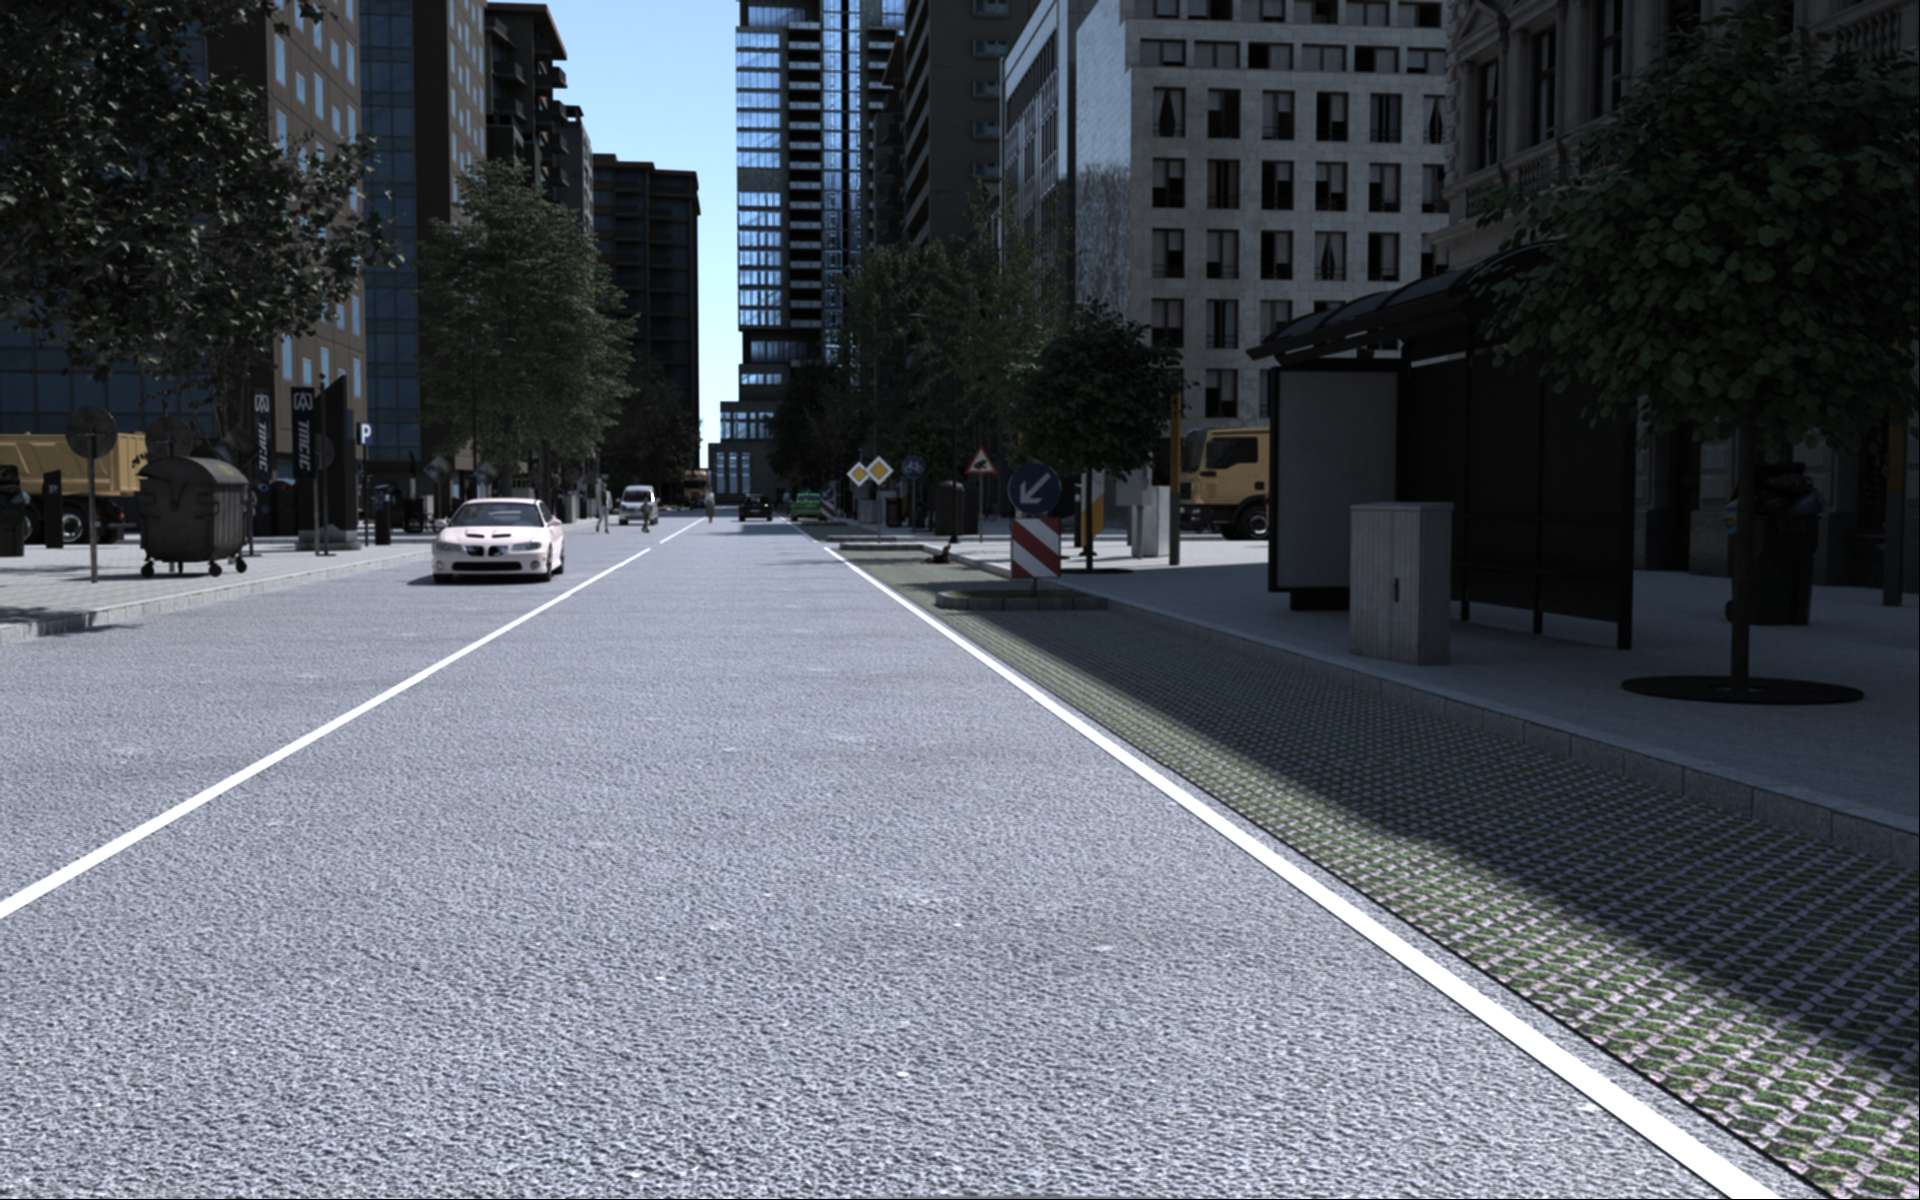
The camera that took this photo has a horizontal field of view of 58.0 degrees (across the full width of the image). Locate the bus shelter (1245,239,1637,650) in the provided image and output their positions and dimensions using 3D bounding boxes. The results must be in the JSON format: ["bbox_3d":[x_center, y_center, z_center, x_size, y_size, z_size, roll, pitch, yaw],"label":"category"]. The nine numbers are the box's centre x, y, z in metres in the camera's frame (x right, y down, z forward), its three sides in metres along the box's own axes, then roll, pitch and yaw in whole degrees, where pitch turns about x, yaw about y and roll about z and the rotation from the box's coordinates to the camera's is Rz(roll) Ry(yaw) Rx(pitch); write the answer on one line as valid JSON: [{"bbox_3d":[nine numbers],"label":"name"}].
[{"bbox_3d":[4.484,-1.384,16.546,2.014,3.302,5.546,0,4,-7],"label":"bus shelter"}]

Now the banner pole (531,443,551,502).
[{"bbox_3d":[-20.651,-5.795,84.762,0.863,3.779,0.401,2,4,27],"label":"banner pole"}]

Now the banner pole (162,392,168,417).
[{"bbox_3d":[-19.307,-3.190,42.178,0.401,3.779,0.863,-2,4,-32],"label":"banner pole"}]

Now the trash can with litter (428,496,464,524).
[{"bbox_3d":[-22.202,-3.923,75.197,2.233,1.210,1.678,-1,4,-14],"label":"trash can with litter"}]

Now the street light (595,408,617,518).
[{"bbox_3d":[-18.927,-7.373,93.092,1.470,5.913,1.316,0,4,-7],"label":"street light"}]

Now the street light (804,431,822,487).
[{"bbox_3d":[-10.711,-9.439,126.871,1.470,5.913,1.316,0,4,-7],"label":"street light"}]

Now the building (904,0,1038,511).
[{"bbox_3d":[7.044,-31.652,141.211,21.300,48.544,21.600,0,4,-7],"label":"building"}]

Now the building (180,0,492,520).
[{"bbox_3d":[-36.331,-27.707,103.120,14.600,45.320,14.200,0,4,-7],"label":"building"}]

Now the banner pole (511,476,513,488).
[{"bbox_3d":[-22.398,-5.883,86.205,0.401,3.779,0.863,-2,4,-35],"label":"banner pole"}]

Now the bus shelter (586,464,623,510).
[{"bbox_3d":[-24.177,-7.583,117.901,2.014,3.302,5.546,0,4,-7],"label":"bus shelter"}]

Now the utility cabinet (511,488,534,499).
[{"bbox_3d":[-15.462,-3.185,60.746,1.173,1.500,0.318,2,4,28],"label":"utility cabinet"}]

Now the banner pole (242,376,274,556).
[{"bbox_3d":[-14.609,-2.814,36.027,0.401,3.779,0.863,1,4,23],"label":"banner pole"}]

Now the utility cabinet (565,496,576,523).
[{"bbox_3d":[-17.084,-3.963,75.961,0.306,1.237,1.020,0,4,-2],"label":"utility cabinet"}]

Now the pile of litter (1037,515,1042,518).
[{"bbox_3d":[2.960,-3.453,70.420,1.176,0.858,1.719,-1,4,-19],"label":"pile of litter"}]

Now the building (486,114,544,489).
[{"bbox_3d":[-39.521,-22.000,131.406,14.160,30.474,14.107,0,4,-7],"label":"building"}]

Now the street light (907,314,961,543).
[{"bbox_3d":[-0.681,-4.428,44.940,1.470,5.913,1.316,0,4,-7],"label":"street light"}]

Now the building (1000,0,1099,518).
[{"bbox_3d":[9.347,-16.324,84.923,12.078,24.808,19.932,0,4,-7],"label":"building"}]

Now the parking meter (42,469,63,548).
[{"bbox_3d":[-21.464,-2.156,40.958,0.399,1.863,0.255,-2,4,-34],"label":"parking meter"}]

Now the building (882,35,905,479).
[{"bbox_3d":[3.975,-31.322,166.745,22.147,44.769,28.867,0,4,-7],"label":"building"}]

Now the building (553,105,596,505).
[{"bbox_3d":[-46.178,-30.594,183.813,14.086,41.232,14.154,0,4,-7],"label":"building"}]

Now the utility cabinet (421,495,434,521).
[{"bbox_3d":[-24.997,-4.289,81.283,0.306,1.237,1.020,0,4,0],"label":"utility cabinet"}]

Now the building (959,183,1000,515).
[{"bbox_3d":[7.339,-17.925,112.162,14.460,24.649,34.723,0,4,-7],"label":"building"}]

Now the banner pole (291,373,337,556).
[{"bbox_3d":[-13.366,-2.798,35.762,0.863,3.779,0.401,-2,4,-34],"label":"banner pole"}]

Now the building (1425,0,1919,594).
[{"bbox_3d":[16.265,-12.184,28.095,11.050,23.489,19.941,0,4,-7],"label":"building"}]

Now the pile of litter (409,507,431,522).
[{"bbox_3d":[-24.937,-3.989,79.186,1.719,0.858,1.176,0,4,-2],"label":"pile of litter"}]

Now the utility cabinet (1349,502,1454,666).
[{"bbox_3d":[3.391,-0.137,13.401,0.306,1.237,1.020,-1,4,-18],"label":"utility cabinet"}]

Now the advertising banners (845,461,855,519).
[{"bbox_3d":[-5.780,-5.835,91.594,0.090,3.025,2.074,1,4,10],"label":"advertising banners"}]

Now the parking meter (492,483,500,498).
[{"bbox_3d":[-23.721,-5.060,88.445,0.399,1.863,0.255,-1,4,-11],"label":"parking meter"}]

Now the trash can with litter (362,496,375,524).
[{"bbox_3d":[-25.402,-3.936,75.417,1.678,1.210,2.233,0,4,-4],"label":"trash can with litter"}]

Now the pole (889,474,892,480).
[{"bbox_3d":[-3.697,-5.977,91.571,0.158,3.312,0.155,0,3,0],"label":"pole"}]

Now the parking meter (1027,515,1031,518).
[{"bbox_3d":[2.409,-3.217,58.313,0.255,1.863,0.399,1,4,12],"label":"parking meter"}]

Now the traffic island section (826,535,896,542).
[{"bbox_3d":[-3.048,-1.868,52.822,2.009,0.180,2.903,0,4,-7],"label":"traffic island section"}]

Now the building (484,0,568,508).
[{"bbox_3d":[-46.381,-30.458,152.605,22.147,44.769,28.867,0,4,-7],"label":"building"}]

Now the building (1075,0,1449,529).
[{"bbox_3d":[13.779,-13.034,67.865,16.860,20.320,10.420,0,4,-7],"label":"building"}]

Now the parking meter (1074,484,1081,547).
[{"bbox_3d":[2.958,-2.051,41.949,0.372,1.533,0.369,0,3,0],"label":"parking meter"}]

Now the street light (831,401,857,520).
[{"bbox_3d":[-5.714,-6.943,86.067,1.470,5.913,1.316,0,4,-7],"label":"street light"}]

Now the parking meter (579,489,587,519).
[{"bbox_3d":[-19.462,-4.956,89.439,0.372,1.533,0.369,0,3,0],"label":"parking meter"}]

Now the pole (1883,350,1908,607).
[{"bbox_3d":[10.673,-1.583,19.723,0.158,3.312,0.155,0,3,0],"label":"pole"}]

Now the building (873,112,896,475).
[{"bbox_3d":[-2.589,-30.951,189.641,14.154,41.232,14.086,0,4,-7],"label":"building"}]

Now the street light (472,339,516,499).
[{"bbox_3d":[-13.974,-4.850,51.835,1.470,5.913,1.316,0,4,-7],"label":"street light"}]

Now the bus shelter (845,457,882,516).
[{"bbox_3d":[-5.404,-6.397,98.516,2.014,3.302,5.546,0,4,-7],"label":"bus shelter"}]

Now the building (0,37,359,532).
[{"bbox_3d":[-30.605,-25.250,62.953,14.600,45.320,14.200,0,4,-7],"label":"building"}]

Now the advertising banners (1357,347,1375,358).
[{"bbox_3d":[4.422,-1.470,20.218,0.090,3.025,2.074,2,4,35],"label":"advertising banners"}]

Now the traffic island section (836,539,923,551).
[{"bbox_3d":[-2.076,-1.383,44.896,2.009,0.180,2.903,0,4,-7],"label":"traffic island section"}]

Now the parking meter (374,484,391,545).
[{"bbox_3d":[-14.568,-2.157,43.679,0.372,1.533,0.369,0,3,0],"label":"parking meter"}]

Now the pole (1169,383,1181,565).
[{"bbox_3d":[3.873,-2.283,31.169,0.158,3.312,0.155,0,3,0],"label":"pole"}]

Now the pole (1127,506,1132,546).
[{"bbox_3d":[4.265,-3.003,42.947,0.158,3.312,0.155,0,3,0],"label":"pole"}]

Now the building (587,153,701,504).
[{"bbox_3d":[-48.320,-34.898,225.206,28.867,44.769,22.147,0,4,-7],"label":"building"}]

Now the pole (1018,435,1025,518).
[{"bbox_3d":[1.578,-3.077,44.159,0.158,3.312,0.155,0,3,0],"label":"pole"}]

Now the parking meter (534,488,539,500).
[{"bbox_3d":[-19.254,-4.285,78.478,0.372,1.533,0.369,0,3,0],"label":"parking meter"}]

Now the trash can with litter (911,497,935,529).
[{"bbox_3d":[-1.287,-3.246,64.458,1.055,1.170,0.624,1,4,12],"label":"trash can with litter"}]

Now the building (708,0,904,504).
[{"bbox_3d":[-17.625,-55.997,228.214,31.000,86.520,22.319,0,4,-7],"label":"building"}]

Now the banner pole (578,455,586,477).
[{"bbox_3d":[-23.943,-7.312,109.561,0.401,3.779,0.863,2,4,29],"label":"banner pole"}]

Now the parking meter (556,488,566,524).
[{"bbox_3d":[-17.289,-4.075,75.042,0.372,1.533,0.369,0,3,0],"label":"parking meter"}]
